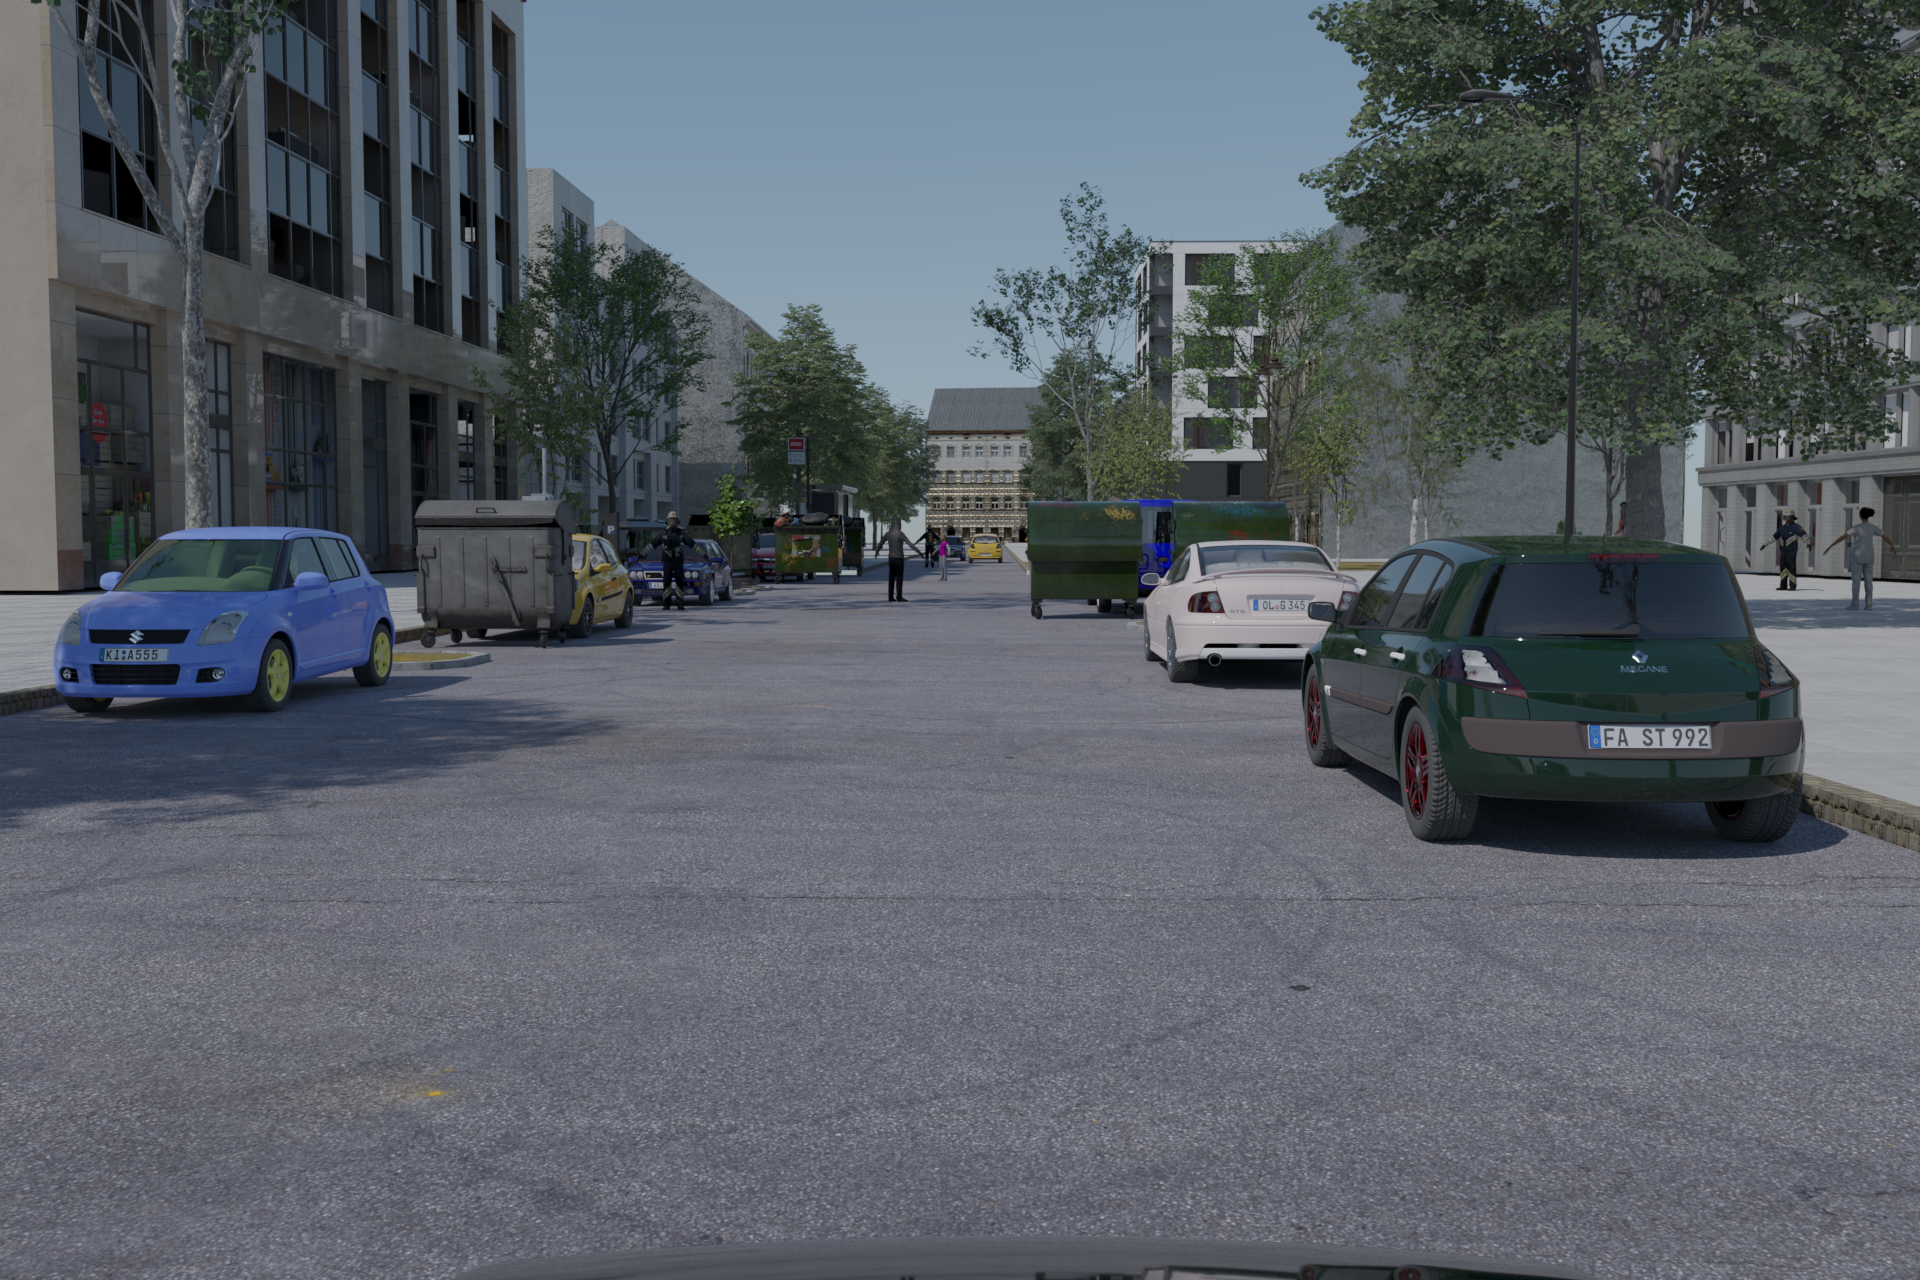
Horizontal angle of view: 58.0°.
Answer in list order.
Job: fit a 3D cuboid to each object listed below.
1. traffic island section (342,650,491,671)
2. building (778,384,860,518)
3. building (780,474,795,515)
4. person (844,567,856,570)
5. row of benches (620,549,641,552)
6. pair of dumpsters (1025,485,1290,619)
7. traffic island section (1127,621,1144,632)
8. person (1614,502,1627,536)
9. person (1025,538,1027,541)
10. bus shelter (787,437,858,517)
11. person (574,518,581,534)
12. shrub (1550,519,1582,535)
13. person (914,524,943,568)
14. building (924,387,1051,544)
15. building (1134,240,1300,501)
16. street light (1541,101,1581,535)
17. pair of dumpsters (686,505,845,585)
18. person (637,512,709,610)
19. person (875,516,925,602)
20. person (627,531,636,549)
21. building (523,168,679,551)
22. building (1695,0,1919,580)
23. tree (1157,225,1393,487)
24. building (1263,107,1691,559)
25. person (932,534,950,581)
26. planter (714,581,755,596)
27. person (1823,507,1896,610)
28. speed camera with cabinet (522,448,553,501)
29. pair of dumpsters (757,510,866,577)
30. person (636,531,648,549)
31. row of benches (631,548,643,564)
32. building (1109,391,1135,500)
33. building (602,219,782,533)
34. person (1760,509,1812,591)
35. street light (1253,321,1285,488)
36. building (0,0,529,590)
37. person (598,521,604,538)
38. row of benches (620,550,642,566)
[{"bbox_3d":[-6.292,0.233,19.054,1.991,0.108,1.994,0,4,1],"label":"traffic island section"},{"bbox_3d":[-22.081,-21.592,219.493,16.747,18.905,31.486,0,4,1],"label":"building"},{"bbox_3d":[-21.624,-15.063,188.429,9.099,9.664,28.070,0,4,0],"label":"building"},{"bbox_3d":[-3.948,-3.440,62.426,1.347,1.806,0.705,2,4,28],"label":"person"},{"bbox_3d":[-14.167,-3.553,73.560,4.104,0.672,1.422,1,4,14],"label":"row of benches"},{"bbox_3d":[3.322,-1.503,29.518,4.436,2.255,1.574,0,4,1],"label":"pair of dumpsters"},{"bbox_3d":[3.530,-0.197,26.080,1.991,0.108,1.994,0,4,2],"label":"traffic island section"},{"bbox_3d":[9.480,-1.092,24.573,0.621,1.740,0.551,0,4,-5],"label":"person"},{"bbox_3d":[4.038,-5.357,93.561,0.705,1.833,1.349,3,5,44],"label":"person"},{"bbox_3d":[-5.933,-5.921,74.440,2.179,5.291,8.768,0,4,3],"label":"bus shelter"},{"bbox_3d":[-11.434,-2.732,51.265,0.434,1.755,0.990,0,4,-5],"label":"person"},{"bbox_3d":[27.186,-4.493,77.875,1.690,2.028,1.600,0,3,0],"label":"shrub"},{"bbox_3d":[-1.295,-4.009,73.784,1.354,1.856,0.705,0,4,-6],"label":"person"},{"bbox_3d":[5.247,-25.979,258.148,18.063,23.208,19.493,1,4,9],"label":"building"},{"bbox_3d":[27.557,-17.918,136.932,27.936,21.610,32.646,0,4,1],"label":"building"},{"bbox_3d":[7.000,-2.794,18.229,1.470,5.913,1.316,0,4,1],"label":"street light"},{"bbox_3d":[-5.544,-2.723,49.471,4.436,2.255,1.574,0,4,1],"label":"pair of dumpsters"},{"bbox_3d":[-5.413,-1.496,32.699,1.354,1.856,0.705,0,4,-8],"label":"person"},{"bbox_3d":[-1.329,-1.712,36.579,1.348,1.813,0.705,3,4,38],"label":"person"},{"bbox_3d":[-18.303,-5.536,96.742,0.704,1.802,1.346,1,4,20],"label":"person"},{"bbox_3d":[-27.595,-14.284,99.998,16.747,18.905,31.486,0,4,2],"label":"building"},{"bbox_3d":[28.580,-12.393,49.301,8.464,21.280,15.925,0,4,1],"label":"building"},{"bbox_3d":[10.552,-8.092,58.054,9.928,11.665,9.643,0,3,0],"label":"tree"},{"bbox_3d":[28.134,-16.310,97.596,19.493,23.208,18.063,0,4,2],"label":"building"},{"bbox_3d":[-0.561,-2.518,52.890,0.599,1.433,0.991,-2,4,-32],"label":"person"},{"bbox_3d":[-5.882,-1.204,40.827,1.991,0.319,1.994,0,4,1],"label":"planter"},{"bbox_3d":[15.203,-1.374,29.240,1.217,1.739,0.721,0,4,1],"label":"person"},{"bbox_3d":[-9.726,-2.833,40.649,0.660,3.252,2.038,0,4,2],"label":"speed camera with cabinet"},{"bbox_3d":[-5.404,-3.275,58.492,4.436,2.255,1.574,0,4,1],"label":"pair of dumpsters"},{"bbox_3d":[-16.403,-5.058,88.966,0.705,1.796,1.348,1,4,12],"label":"person"},{"bbox_3d":[-14.294,-3.749,76.766,1.422,0.672,4.104,-1,4,-11],"label":"row of benches"},{"bbox_3d":[27.500,-22.851,204.536,19.493,23.208,18.063,0,4,1],"label":"building"},{"bbox_3d":[-24.105,-18.322,130.485,19.493,23.208,18.063,0,4,1],"label":"building"},{"bbox_3d":[18.713,-2.035,39.147,0.704,1.845,1.351,-2,4,-24],"label":"person"},{"bbox_3d":[6.705,-3.970,37.698,0.468,5.910,1.993,0,4,1],"label":"street light"},{"bbox_3d":[-29.239,-17.536,52.929,22.709,31.103,35.509,0,4,2],"label":"building"},{"bbox_3d":[-13.922,-3.772,67.812,0.704,1.812,1.346,1,4,20],"label":"person"},{"bbox_3d":[-14.368,-3.371,70.580,4.104,0.672,1.422,3,5,41],"label":"row of benches"}]
